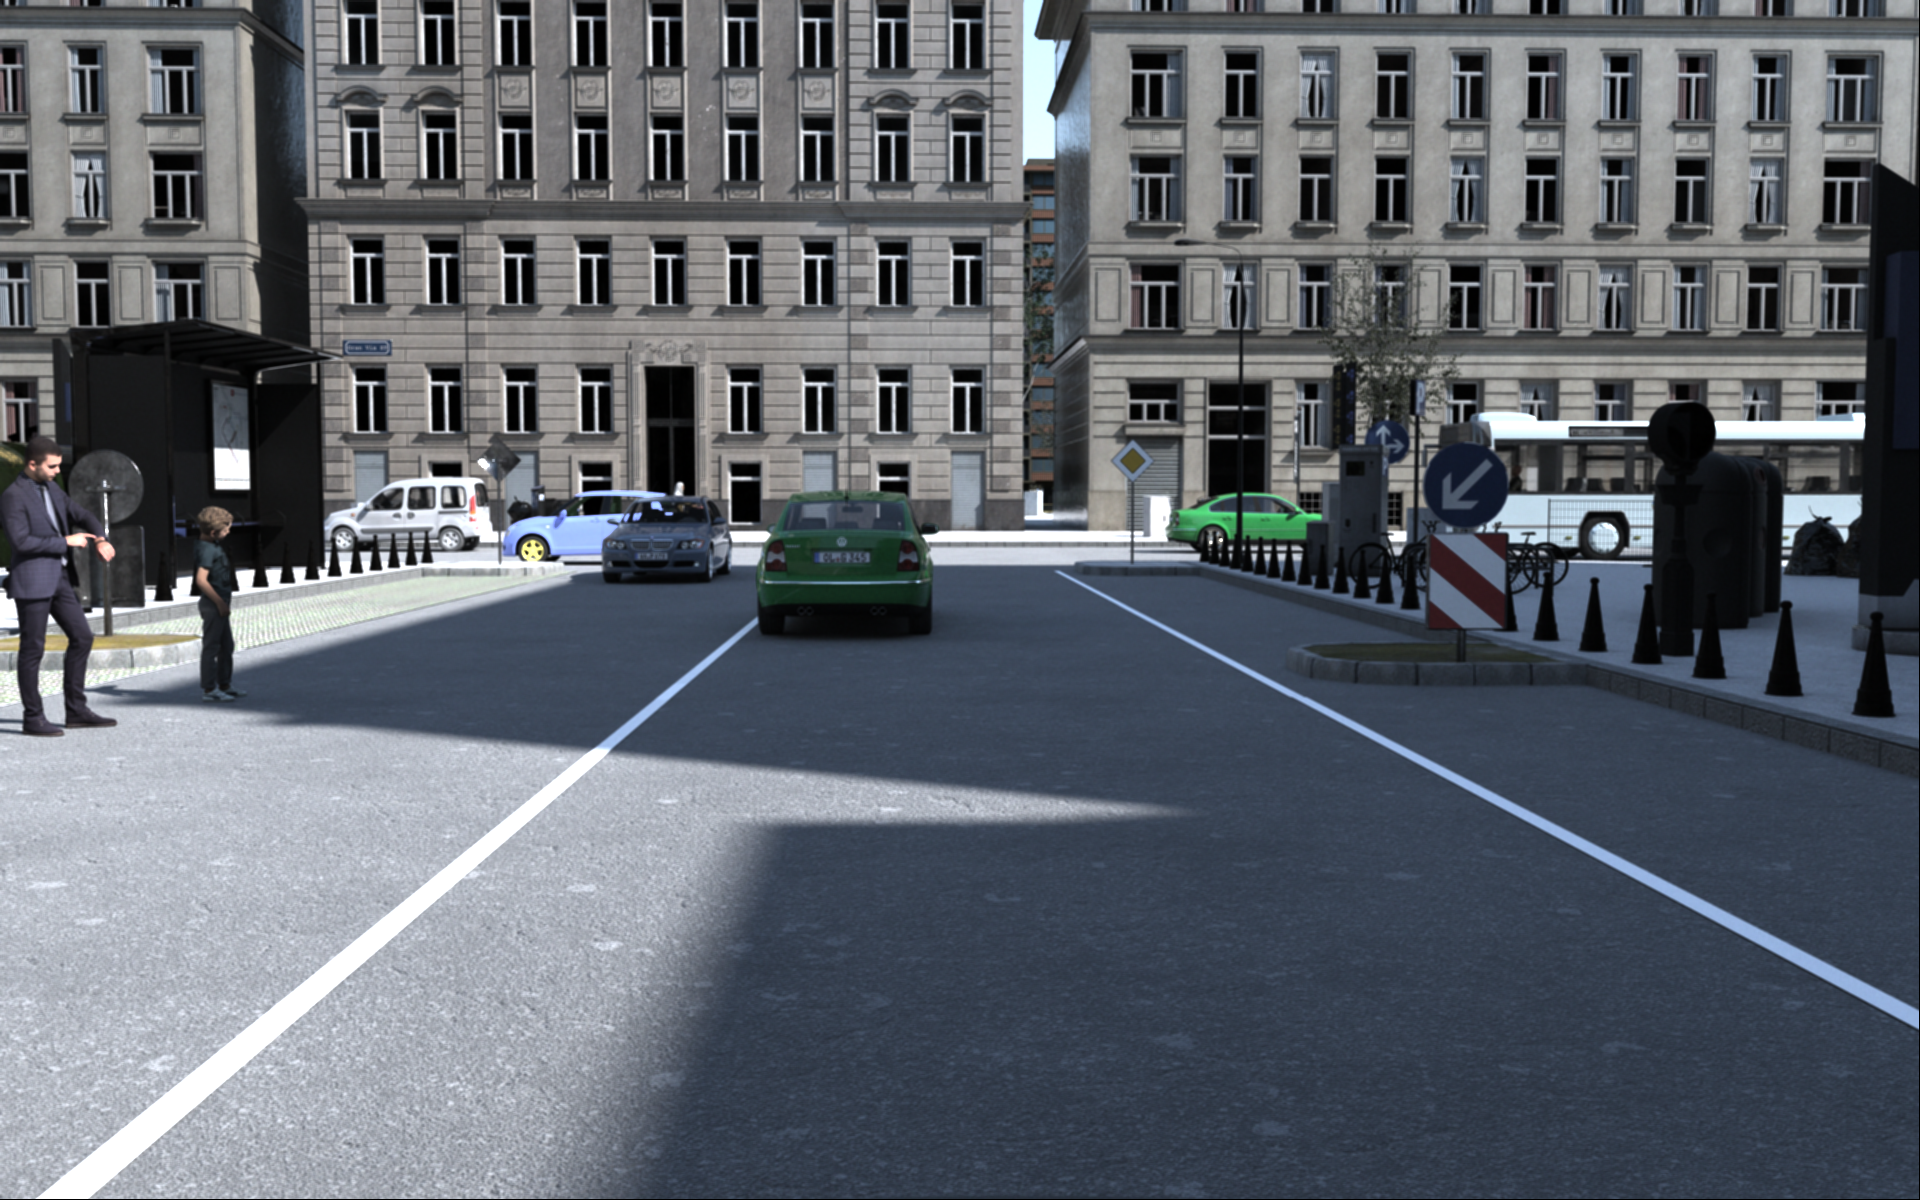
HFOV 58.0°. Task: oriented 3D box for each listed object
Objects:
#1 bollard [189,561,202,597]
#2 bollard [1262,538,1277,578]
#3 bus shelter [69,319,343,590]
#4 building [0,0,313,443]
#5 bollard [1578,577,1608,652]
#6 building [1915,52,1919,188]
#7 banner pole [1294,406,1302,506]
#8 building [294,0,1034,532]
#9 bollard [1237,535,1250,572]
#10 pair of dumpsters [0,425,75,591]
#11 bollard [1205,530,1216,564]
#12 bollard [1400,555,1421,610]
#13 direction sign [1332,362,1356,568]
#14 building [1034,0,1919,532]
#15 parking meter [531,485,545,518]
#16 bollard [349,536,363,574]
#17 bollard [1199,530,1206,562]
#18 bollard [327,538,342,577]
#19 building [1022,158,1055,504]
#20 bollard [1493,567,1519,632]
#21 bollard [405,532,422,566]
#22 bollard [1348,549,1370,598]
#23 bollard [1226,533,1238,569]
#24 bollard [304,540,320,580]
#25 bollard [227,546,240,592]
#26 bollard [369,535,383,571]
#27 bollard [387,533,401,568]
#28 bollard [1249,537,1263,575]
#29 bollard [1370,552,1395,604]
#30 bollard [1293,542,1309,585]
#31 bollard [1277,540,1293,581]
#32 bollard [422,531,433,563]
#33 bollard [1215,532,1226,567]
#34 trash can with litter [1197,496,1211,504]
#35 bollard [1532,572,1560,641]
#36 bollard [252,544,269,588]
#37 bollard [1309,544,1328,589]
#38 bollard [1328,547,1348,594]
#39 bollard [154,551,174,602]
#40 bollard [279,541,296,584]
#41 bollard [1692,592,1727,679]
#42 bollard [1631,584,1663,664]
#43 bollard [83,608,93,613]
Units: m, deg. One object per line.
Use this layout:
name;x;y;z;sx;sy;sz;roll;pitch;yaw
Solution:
bollard;-9.573;-0.350;21.766;0.229;0.601;0.229;0;3;0
bollard;4.815;-0.643;26.558;0.229;0.601;0.229;0;3;0
bus shelter;-11.200;-2.142;26.311;1.731;3.624;6.357;0;4;-2
building;-38.524;-14.177;65.080;30.059;22.955;16.112;0;4;-2
bollard;5.183;0.115;14.159;0.229;0.601;0.229;0;3;0
building;44.045;-13.991;64.915;21.152;22.565;11.583;0;4;-2
banner pole;9.570;-3.620;49.197;0.401;3.779;0.863;1;4;23
building;-10.055;-16.315;64.017;25.104;27.353;12.463;0;4;-2
bollard;4.756;-0.769;28.623;0.229;0.601;0.229;0;3;0
pair of dumpsters;-12.832;-1.251;22.953;1.574;2.255;4.437;0;4;-2
bollard;4.668;-0.960;31.729;0.229;0.601;0.229;0;3;0
bollard;5.031;-0.201;19.325;0.229;0.601;0.229;0;3;0
direction sign;6.678;-2.335;30.177;0.379;3.537;0.876;-1;4;-12
building;18.387;-14.251;66.295;30.059;22.955;16.112;0;4;-2
parking meter;-12.112;-2.528;49.750;0.372;1.533;0.369;0;3;0
bollard;-9.749;-0.729;27.964;0.229;0.601;0.229;0;3;0
bollard;4.641;-1.022;32.756;0.229;0.601;0.229;0;3;0
bollard;-9.727;-0.666;26.927;0.229;0.601;0.229;0;3;0
building;11.224;-35.109;228.653;28.867;44.769;22.147;0;4;-2
bollard;5.121;-0.012;16.232;0.229;0.601;0.229;0;3;0
bollard;-9.846;-0.918;31.059;0.229;0.601;0.229;0;3;0
bollard;4.970;-0.327;21.388;0.229;0.601;0.229;0;3;0
bollard;4.727;-0.833;29.654;0.229;0.601;0.229;0;3;0
bollard;-9.693;-0.603;25.897;0.229;0.601;0.229;0;3;0
bollard;-9.604;-0.413;22.792;0.229;0.601;0.229;0;3;0
bollard;-9.781;-0.792;28.990;0.229;0.601;0.229;0;3;0
bollard;-9.816;-0.855;30.016;0.229;0.601;0.229;0;3;0
bollard;4.788;-0.706;27.584;0.229;0.601;0.229;0;3;0
bollard;4.999;-0.264;20.354;0.229;0.601;0.229;0;3;0
bollard;4.878;-0.516;24.480;0.229;0.601;0.229;0;3;0
bollard;4.850;-0.580;25.530;0.229;0.601;0.229;0;3;0
bollard;-9.876;-0.981;32.086;0.229;0.601;0.229;0;3;0
bollard;4.698;-0.896;30.689;0.229;0.601;0.229;0;3;0
trash can with litter;11.263;-4.368;82.467;1.678;1.210;2.233;0;4;-4
bollard;5.152;0.051;15.206;0.229;0.601;0.229;0;3;0
bollard;-9.630;-0.476;23.828;0.229;0.601;0.229;0;3;0
bollard;4.908;-0.453;23.451;0.229;0.601;0.229;0;3;0
bollard;4.937;-0.390;22.425;0.229;0.601;0.229;0;3;0
bollard;-9.542;-0.287;20.739;0.229;0.601;0.229;0;3;0
bollard;-9.663;-0.540;24.870;0.229;0.601;0.229;0;3;0
bollard;5.241;0.241;12.097;0.229;0.601;0.229;0;3;0
bollard;5.216;0.178;13.133;0.229;0.601;0.229;0;3;0
bollard;-9.480;-0.161;18.675;0.229;0.601;0.229;0;3;0
